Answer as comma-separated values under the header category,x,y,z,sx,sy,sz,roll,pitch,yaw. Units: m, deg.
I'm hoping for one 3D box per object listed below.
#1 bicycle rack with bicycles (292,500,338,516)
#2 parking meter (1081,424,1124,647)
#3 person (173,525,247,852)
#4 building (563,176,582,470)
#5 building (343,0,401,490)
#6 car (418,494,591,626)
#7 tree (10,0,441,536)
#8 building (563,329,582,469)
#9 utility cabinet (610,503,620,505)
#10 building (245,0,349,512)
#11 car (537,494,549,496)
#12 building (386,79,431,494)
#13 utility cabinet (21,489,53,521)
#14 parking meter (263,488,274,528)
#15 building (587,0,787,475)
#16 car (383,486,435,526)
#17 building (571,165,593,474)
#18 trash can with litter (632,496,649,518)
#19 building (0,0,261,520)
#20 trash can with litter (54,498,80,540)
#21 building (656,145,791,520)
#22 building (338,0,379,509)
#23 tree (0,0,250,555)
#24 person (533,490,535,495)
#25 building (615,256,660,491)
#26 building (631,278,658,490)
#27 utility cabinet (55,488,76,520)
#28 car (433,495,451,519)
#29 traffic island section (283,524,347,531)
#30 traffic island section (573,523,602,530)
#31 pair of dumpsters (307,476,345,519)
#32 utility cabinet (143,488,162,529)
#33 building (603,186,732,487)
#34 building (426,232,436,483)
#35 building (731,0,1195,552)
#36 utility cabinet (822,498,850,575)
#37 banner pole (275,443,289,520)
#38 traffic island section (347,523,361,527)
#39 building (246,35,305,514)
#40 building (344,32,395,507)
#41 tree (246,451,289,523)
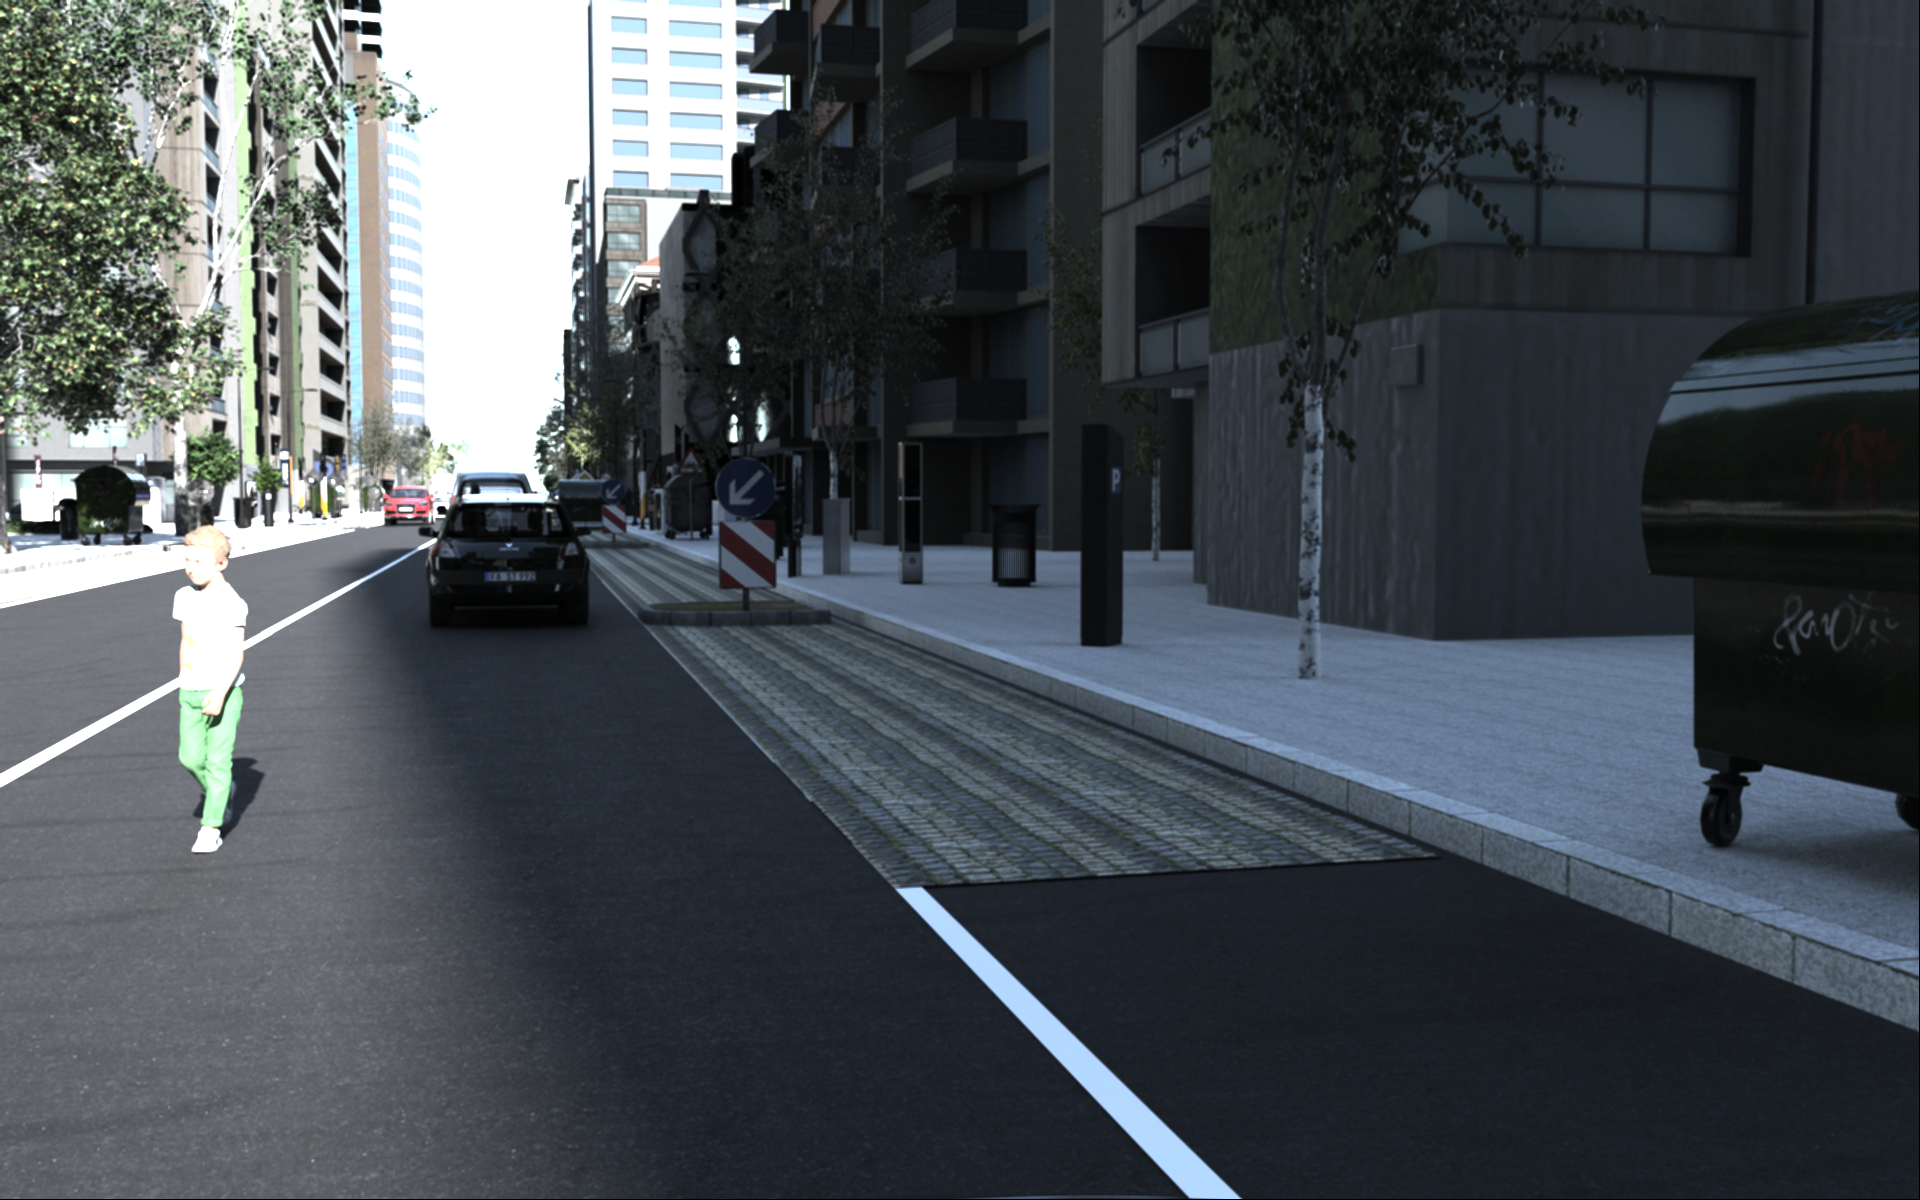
category,x,y,z,sx,sy,sz,roll,pitch,yaw
bicycle rack with bicycles,-37.429,-5.343,100.734,2.925,0.926,2.852,-2,4,-26
parking meter,1.208,-0.550,14.697,0.255,1.863,0.399,2,4,27
person,-3.075,0.344,7.131,0.306,1.304,0.590,0,4,-8
building,-49.315,-42.402,282.507,28.713,52.752,27.495,-1,4,-14
building,-73.772,-53.720,190.993,22.319,86.520,31.000,-1,4,-14
car,-5.311,-0.643,20.298,2.009,1.686,4.222,-1,4,-15
tree,-22.527,-11.960,51.435,12.611,20.169,13.585,0,3,0
building,-61.820,-32.400,301.437,14.160,30.474,14.107,-1,4,-14
utility cabinet,-19.241,-5.142,95.237,1.020,1.237,0.306,-3,4,-36
building,-59.368,-31.098,132.154,21.300,48.544,21.600,-1,4,-14
car,-47.132,-11.416,195.452,1.959,1.807,4.718,-1,4,-14
building,-85.735,-42.741,240.817,21.231,58.520,28.212,-1,4,-14
utility cabinet,-40.076,-4.068,75.187,0.318,1.500,1.173,2,4,34
parking meter,-26.580,-3.558,66.577,0.372,1.533,0.369,0,3,0
building,-29.349,-39.475,187.423,21.231,58.520,28.212,-1,4,-14
car,-25.638,-4.406,80.703,2.281,1.827,5.304,-1,4,-14
building,-45.226,-38.790,253.817,23.786,49.044,30.456,-1,4,-14
trash can with litter,-17.179,-5.025,93.551,0.624,1.170,1.055,1,4,19
building,-44.081,-24.665,86.872,14.154,41.232,14.086,-1,4,-14
trash can with litter,-25.132,-2.289,48.815,0.624,1.170,1.055,-1,4,-22
building,-6.727,-13.707,91.568,16.811,18.784,16.820,-1,4,-14
building,-63.129,-43.713,152.961,20.563,71.187,20.611,-1,4,-14
tree,-20.638,-7.323,36.732,9.611,12.733,9.660,0,3,0
person,-45.249,-10.716,183.699,0.705,1.826,1.348,2,4,26
building,-21.816,-18.720,142.222,11.583,22.565,21.152,-1,4,-14
building,-15.072,-15.722,124.501,16.820,18.784,16.811,-1,4,-14
utility cabinet,-32.468,-3.333,63.172,0.318,1.500,1.173,1,4,8
car,-29.301,-5.291,98.865,2.083,1.381,4.827,-1,4,-15
traffic island section,-25.224,-2.774,67.634,2.009,0.180,2.903,-1,4,-14
traffic island section,-17.122,-3.403,77.923,2.009,0.180,2.903,-1,4,-14
pair of dumpsters,-33.389,-5.424,91.182,1.574,2.255,4.437,-1,4,-14
utility cabinet,-29.857,-3.340,63.289,1.173,1.500,0.318,0,4,-6
building,-27.184,-24.171,166.890,14.160,30.474,14.107,-1,4,-14
building,-94.536,-39.755,269.603,23.786,49.044,30.456,-1,4,-14
building,5.378,-24.314,52.159,22.147,44.769,28.867,-1,4,-14
utility cabinet,-2.002,-1.030,28.009,0.306,1.237,1.020,0,4,5
banner pole,-33.211,-5.799,84.836,0.863,3.779,0.401,-2,4,-25
traffic island section,-27.195,-3.247,75.373,2.009,0.180,2.903,-1,4,-14
building,-49.669,-20.602,108.540,14.160,30.474,14.107,-1,4,-14
building,-64.073,-31.885,171.437,14.600,45.320,14.200,-1,4,-14
tree,-31.169,-5.097,77.945,1.663,3.219,1.824,0,3,0
